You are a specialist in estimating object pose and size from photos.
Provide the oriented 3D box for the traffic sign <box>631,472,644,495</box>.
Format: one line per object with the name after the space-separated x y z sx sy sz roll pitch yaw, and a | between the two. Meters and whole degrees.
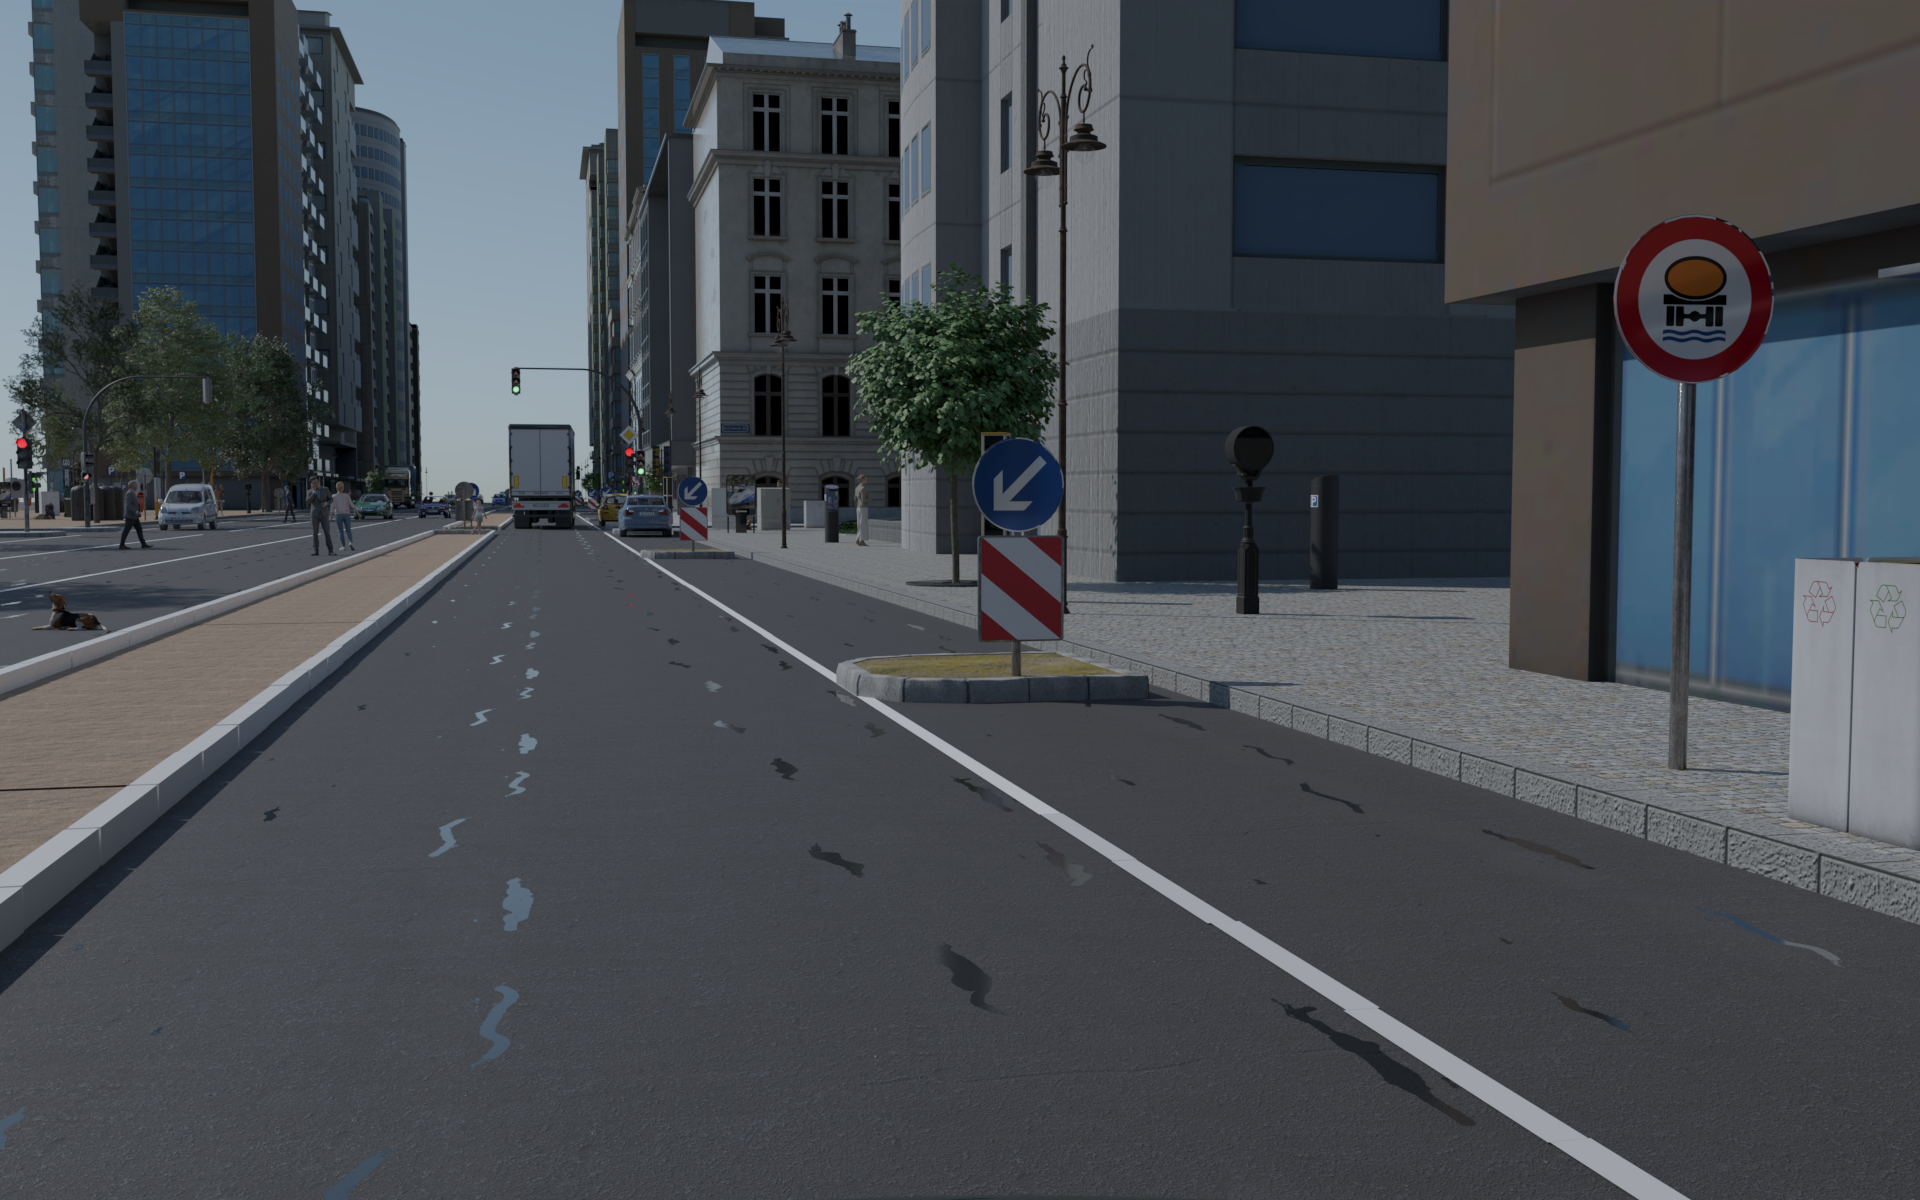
-18.045 -5.924 96.963 0.768 2.556 0.104 -1 4 -8 | traffic sign

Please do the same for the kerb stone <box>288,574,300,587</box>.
-10.324 -0.270 26.638 0.120 0.150 1.000 -1 4 -13 | kerb stone

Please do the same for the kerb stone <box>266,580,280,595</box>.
-9.845 -0.150 24.641 0.120 0.150 1.000 -1 4 -13 | kerb stone

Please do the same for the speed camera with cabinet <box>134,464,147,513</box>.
-53.344 -7.174 111.631 0.660 3.252 2.038 1 4 15 | speed camera with cabinet

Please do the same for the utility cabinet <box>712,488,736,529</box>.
-8.450 -3.325 63.039 1.173 1.500 0.318 1 4 23 | utility cabinet

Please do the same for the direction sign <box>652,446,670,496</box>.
-14.011 -5.470 81.426 0.876 3.537 0.379 0 4 -7 | direction sign

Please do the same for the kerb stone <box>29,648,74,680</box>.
-7.213 0.522 13.667 0.120 0.150 1.000 -1 4 -13 | kerb stone

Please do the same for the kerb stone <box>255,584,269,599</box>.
-9.611 -0.082 23.646 0.120 0.150 1.000 -1 4 -13 | kerb stone

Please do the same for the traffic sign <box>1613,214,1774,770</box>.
3.349 -0.483 8.007 0.768 2.556 0.104 0 4 -6 | traffic sign

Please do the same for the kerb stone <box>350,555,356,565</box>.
-12.250 -0.759 34.620 0.120 0.150 1.000 -1 4 -13 | kerb stone

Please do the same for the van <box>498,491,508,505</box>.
-61.403 -13.857 233.574 2.013 2.044 4.112 -1 4 -13 | van

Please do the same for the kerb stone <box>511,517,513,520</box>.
-22.792 -3.992 87.467 0.120 0.150 1.000 -1 4 -13 | kerb stone

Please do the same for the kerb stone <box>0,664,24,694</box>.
-6.967 0.583 12.669 0.120 0.150 1.000 -1 4 -13 | kerb stone

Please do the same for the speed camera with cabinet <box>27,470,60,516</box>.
-54.688 -6.637 102.854 2.038 3.252 0.660 -3 5 -43 | speed camera with cabinet

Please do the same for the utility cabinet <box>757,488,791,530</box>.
-6.529 -3.188 60.796 1.173 1.500 0.318 -2 4 -35 | utility cabinet

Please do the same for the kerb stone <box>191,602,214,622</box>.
-8.652 0.155 19.658 0.120 0.150 1.000 -1 4 -13 | kerb stone

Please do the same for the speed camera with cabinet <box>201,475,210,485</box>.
-57.361 -8.396 131.606 0.660 3.252 2.038 -1 4 -15 | speed camera with cabinet

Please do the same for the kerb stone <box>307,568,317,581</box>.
-10.805 -0.391 28.625 0.120 0.150 1.000 -1 4 -13 | kerb stone

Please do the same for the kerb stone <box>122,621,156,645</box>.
-7.931 0.339 16.655 0.120 0.150 1.000 -1 4 -13 | kerb stone

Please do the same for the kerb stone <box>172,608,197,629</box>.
-8.415 0.218 18.659 0.120 0.150 1.000 -1 4 -13 | kerb stone

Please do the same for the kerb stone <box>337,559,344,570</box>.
-11.771 -0.634 32.633 0.120 0.150 1.000 -1 4 -13 | kerb stone

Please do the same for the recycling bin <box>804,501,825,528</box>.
-5.492 -3.226 65.306 0.722 1.027 0.722 -1 4 -11 | recycling bin

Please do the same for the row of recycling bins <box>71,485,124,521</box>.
-41.949 -4.724 84.351 1.069 1.692 3.534 0 4 6 | row of recycling bins

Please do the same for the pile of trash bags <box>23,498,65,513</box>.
-62.445 -6.676 118.898 3.447 1.369 1.912 -3 5 -40 | pile of trash bags

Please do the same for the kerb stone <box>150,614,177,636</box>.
-8.176 0.278 17.653 0.120 0.150 1.000 -1 4 -13 | kerb stone

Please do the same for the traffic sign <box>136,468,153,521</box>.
-39.234 -5.090 83.331 0.768 2.556 0.104 0 4 -5 | traffic sign

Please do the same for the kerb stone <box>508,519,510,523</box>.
-21.116 -3.565 80.489 0.120 0.150 1.000 -1 4 -13 | kerb stone

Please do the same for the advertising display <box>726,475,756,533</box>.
-7.231 -3.179 57.187 0.974 1.923 0.123 -1 4 -12 | advertising display

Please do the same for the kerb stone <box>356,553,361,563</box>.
-12.480 -0.820 35.616 0.120 0.150 1.000 -1 4 -13 | kerb stone

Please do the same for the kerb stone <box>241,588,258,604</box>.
-9.367 -0.026 22.651 0.120 0.150 1.000 -1 4 -13 | kerb stone

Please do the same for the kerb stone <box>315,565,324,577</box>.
-11.042 -0.455 29.629 0.120 0.150 1.000 -1 4 -13 | kerb stone

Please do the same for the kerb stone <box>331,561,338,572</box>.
-11.533 -0.577 31.623 0.120 0.150 1.000 -1 4 -13 | kerb stone

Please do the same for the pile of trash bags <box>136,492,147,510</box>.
-44.524 -4.972 91.046 1.912 1.369 3.447 3 5 41 | pile of trash bags

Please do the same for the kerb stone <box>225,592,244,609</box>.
-9.128 0.033 21.649 0.120 0.150 1.000 -1 4 -13 | kerb stone

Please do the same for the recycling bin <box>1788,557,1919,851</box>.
3.705 0.364 6.601 0.722 1.027 0.722 -1 4 -14 | recycling bin

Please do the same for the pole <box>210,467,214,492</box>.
-48.757 -7.282 112.899 0.158 3.312 0.155 0 3 0 | pole

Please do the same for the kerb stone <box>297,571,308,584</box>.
-10.573 -0.331 27.629 0.120 0.150 1.000 -1 4 -13 | kerb stone

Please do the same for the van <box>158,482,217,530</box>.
-31.053 -3.833 69.684 2.013 2.044 4.112 -1 4 -14 | van

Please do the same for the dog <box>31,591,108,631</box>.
-9.376 0.119 18.242 0.748 0.427 0.550 3 5 39 | dog

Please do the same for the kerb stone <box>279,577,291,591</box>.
-10.080 -0.210 25.636 0.120 0.150 1.000 -1 4 -13 | kerb stone

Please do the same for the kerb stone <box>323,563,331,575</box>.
-11.287 -0.516 30.629 0.120 0.150 1.000 -1 4 -13 | kerb stone

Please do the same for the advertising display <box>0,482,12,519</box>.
-50.236 -5.246 90.984 0.123 1.923 0.974 1 4 11 | advertising display

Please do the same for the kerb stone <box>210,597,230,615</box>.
-8.886 0.096 20.653 0.120 0.150 1.000 -1 4 -13 | kerb stone

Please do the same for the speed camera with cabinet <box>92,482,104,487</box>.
-67.530 -8.592 134.814 0.660 3.252 2.038 1 4 10 | speed camera with cabinet

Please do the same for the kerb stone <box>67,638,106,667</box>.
-7.446 0.461 14.663 0.120 0.150 1.000 -1 4 -13 | kerb stone

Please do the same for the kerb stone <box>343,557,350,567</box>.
-12.007 -0.699 33.627 0.120 0.150 1.000 -1 4 -13 | kerb stone

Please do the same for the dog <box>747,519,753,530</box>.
-7.644 -2.668 61.353 0.748 0.427 0.550 0 4 7 | dog

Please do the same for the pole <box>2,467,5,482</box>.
-73.120 -8.482 132.530 0.158 3.312 0.155 0 3 0 | pole

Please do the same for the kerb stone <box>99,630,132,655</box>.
-7.693 0.404 15.659 0.120 0.150 1.000 -1 4 -13 | kerb stone

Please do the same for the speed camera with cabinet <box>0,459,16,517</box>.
-53.576 -6.267 96.799 0.660 3.252 2.038 2 4 32 | speed camera with cabinet
